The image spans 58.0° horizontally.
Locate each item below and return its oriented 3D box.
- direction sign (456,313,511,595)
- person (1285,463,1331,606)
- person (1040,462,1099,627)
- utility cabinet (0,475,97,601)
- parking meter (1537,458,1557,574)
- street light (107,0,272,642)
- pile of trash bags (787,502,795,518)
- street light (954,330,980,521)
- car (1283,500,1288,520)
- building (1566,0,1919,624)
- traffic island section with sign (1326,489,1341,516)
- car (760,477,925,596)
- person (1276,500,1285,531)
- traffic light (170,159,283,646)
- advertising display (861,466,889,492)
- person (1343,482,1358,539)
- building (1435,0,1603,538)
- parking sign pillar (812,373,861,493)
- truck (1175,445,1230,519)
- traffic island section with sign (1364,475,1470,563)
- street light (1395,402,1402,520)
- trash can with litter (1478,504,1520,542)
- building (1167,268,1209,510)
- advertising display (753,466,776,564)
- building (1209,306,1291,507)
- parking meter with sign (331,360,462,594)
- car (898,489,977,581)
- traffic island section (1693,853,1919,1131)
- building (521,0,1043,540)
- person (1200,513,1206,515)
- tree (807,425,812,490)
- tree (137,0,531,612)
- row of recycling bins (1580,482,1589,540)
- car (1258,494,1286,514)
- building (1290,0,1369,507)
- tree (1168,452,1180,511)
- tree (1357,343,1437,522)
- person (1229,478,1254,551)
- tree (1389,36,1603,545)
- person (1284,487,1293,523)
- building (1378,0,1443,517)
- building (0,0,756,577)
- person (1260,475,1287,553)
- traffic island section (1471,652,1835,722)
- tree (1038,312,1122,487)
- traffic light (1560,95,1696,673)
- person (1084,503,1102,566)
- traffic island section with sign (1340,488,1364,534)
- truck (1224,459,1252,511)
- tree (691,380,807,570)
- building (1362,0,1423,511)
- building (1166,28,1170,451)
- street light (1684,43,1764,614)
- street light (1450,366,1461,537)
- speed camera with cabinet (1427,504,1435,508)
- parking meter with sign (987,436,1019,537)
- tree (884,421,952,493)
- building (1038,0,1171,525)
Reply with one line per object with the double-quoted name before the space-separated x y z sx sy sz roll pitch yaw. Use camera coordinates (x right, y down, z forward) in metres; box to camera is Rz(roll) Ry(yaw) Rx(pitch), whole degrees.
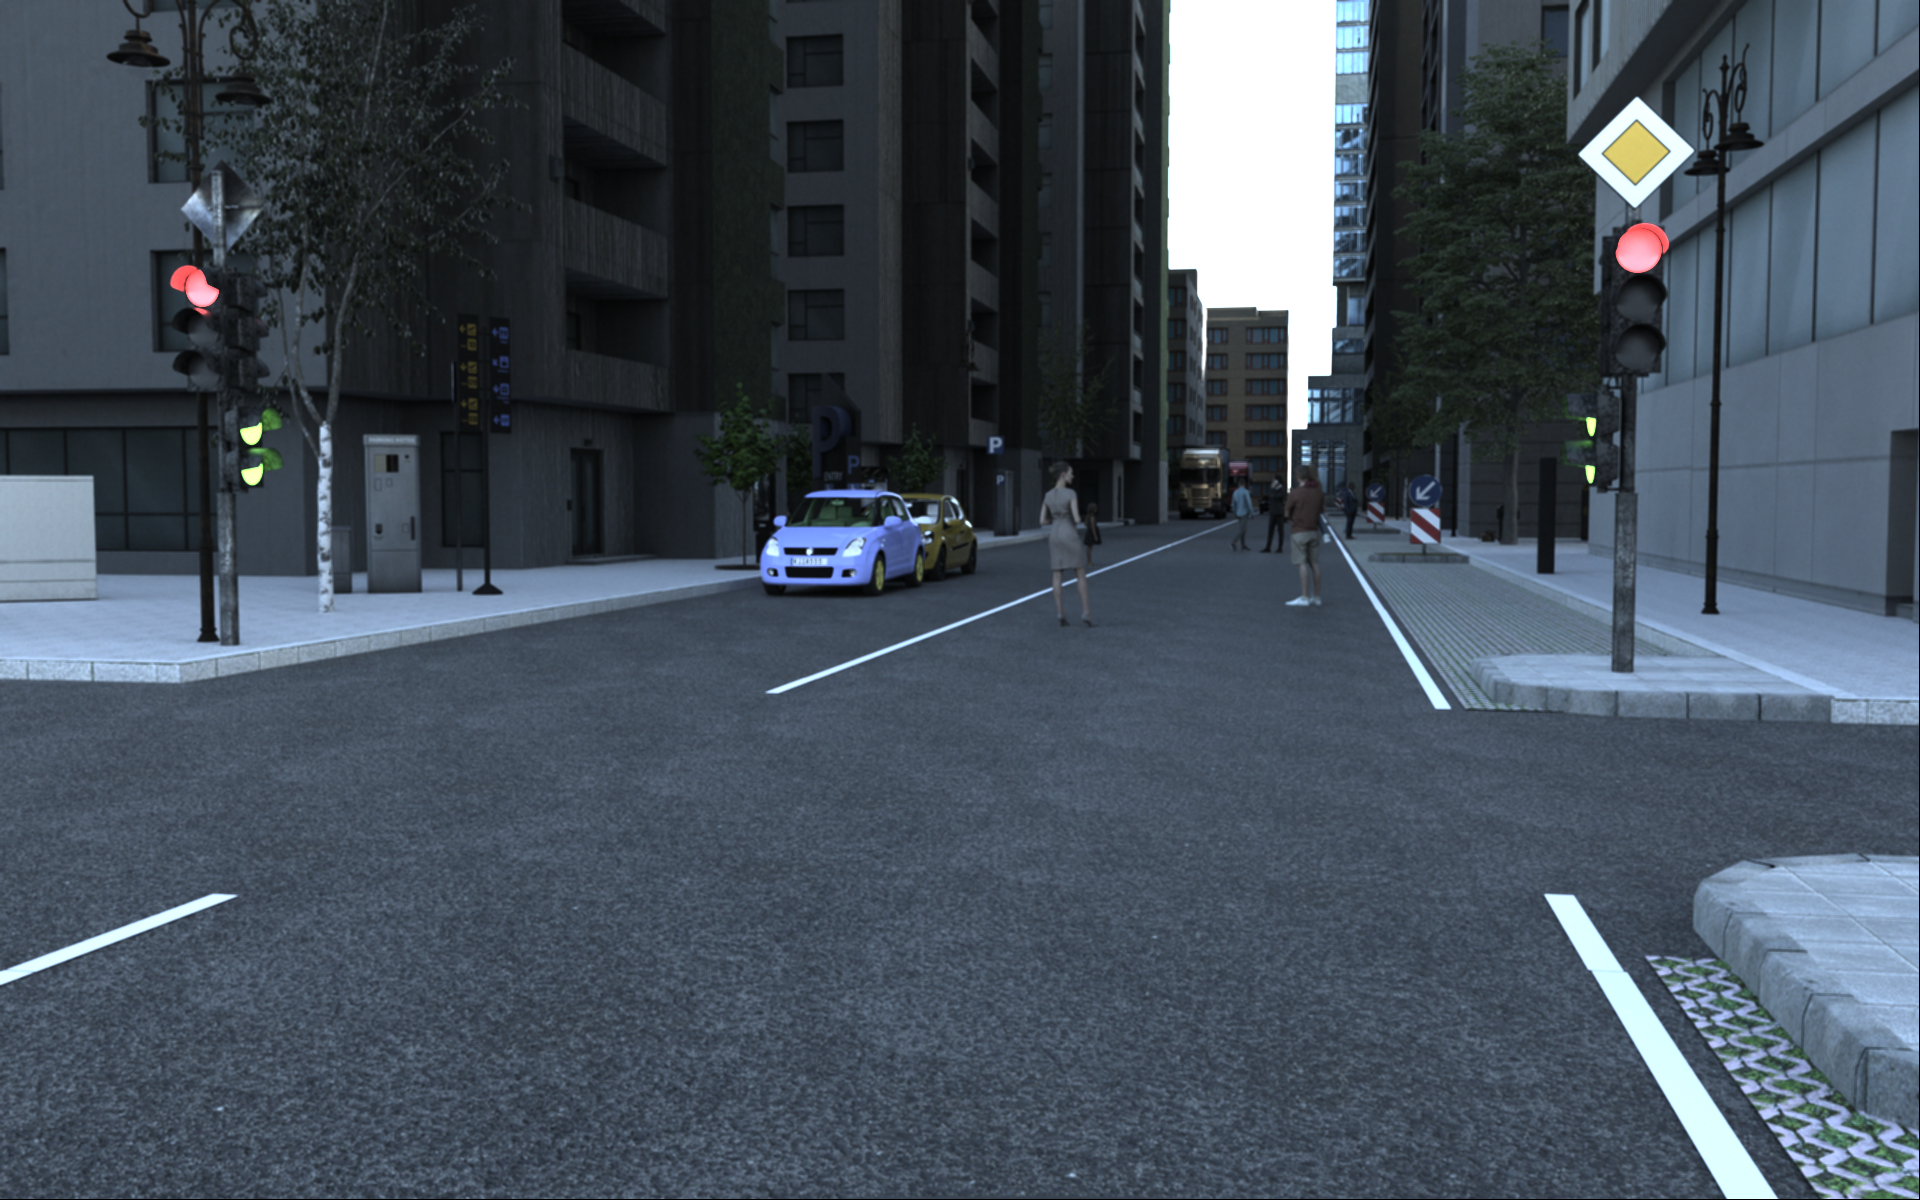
"direction sign" -6.053 -1.840 22.086 0.379 3.537 0.876 2 4 32
"person" 4.488 -0.849 22.356 0.573 1.828 0.580 1 4 17
"person" 1.183 -0.607 18.768 0.599 1.781 0.374 3 5 39
"utility cabinet" -11.009 -0.738 20.738 1.173 1.500 0.318 -2 4 -27
"parking meter" 9.477 -1.362 27.972 0.255 1.863 0.399 1 4 17
"street light" -6.542 -2.576 14.898 0.468 5.910 1.993 1 4 11
"pile of trash bags" -5.268 -2.238 46.343 3.447 1.369 1.912 -3 5 -41
"street light" 0.209 -4.653 48.858 0.468 5.910 1.993 1 4 11
"car" 18.935 -5.285 96.634 2.015 1.641 3.980 1 4 13
"building" 22.845 -26.335 19.817 27.495 52.752 28.713 1 4 11
"traffic island section with sign" 24.894 -6.339 112.264 1.989 1.847 2.006 1 4 11
"car" -1.692 -0.977 25.559 1.945 1.707 3.694 1 4 12
"person" 12.383 -3.601 67.712 0.374 1.781 0.599 -2 4 -35
"traffic light" -6.179 -1.569 14.575 0.839 4.253 0.868 1 4 11
"advertising display" -2.130 -2.147 40.315 0.974 1.923 0.123 0 4 6
"person" 12.386 -2.832 54.983 0.419 1.800 0.721 3 4 38
"building" 27.981 -31.725 60.704 21.231 58.520 28.212 1 4 11
"parking sign pillar" -2.715 -3.032 38.051 1.447 3.967 1.447 -3 5 -39
"truck" 14.285 -6.869 101.229 2.839 4.237 11.283 1 4 11
"traffic island section with sign" 9.680 -1.714 36.649 1.989 1.847 2.006 1 4 11
"street light" 21.581 -6.883 85.317 0.468 5.910 1.993 1 4 11
"trash can with litter" 14.428 -2.141 46.396 1.055 1.170 0.624 2 4 34
"building" 6.239 -18.784 152.153 28.899 21.520 27.650 1 4 11
"advertising display" -3.578 -1.619 31.681 0.123 1.923 0.974 -2 4 -24
"building" 20.352 -20.784 184.854 28.899 21.520 27.650 1 4 11
"parking meter with sign" -7.388 -1.606 22.518 1.738 3.016 0.543 -1 4 -18
"car" -0.855 -1.200 29.844 2.015 1.641 3.980 1 4 12
"traffic island section" 3.229 1.077 4.675 2.009 0.180 2.903 1 4 11
"building" -5.154 -17.578 59.096 14.160 30.474 14.107 1 4 11
"person" 16.485 -6.667 117.959 0.568 1.767 0.683 -3 4 -36
"tree" -3.786 -2.829 40.859 1.663 3.219 1.824 0 3 0
"tree" -6.875 -4.188 18.839 4.360 8.622 3.978 0 3 0
"row of recycling bins" 17.394 -2.423 46.730 1.069 1.692 3.534 1 4 15
"car" 22.301 -6.976 123.848 2.009 1.686 4.222 1 4 10
"building" 49.802 -52.766 175.395 31.000 86.520 22.319 1 4 11
"tree" 16.357 -9.129 132.979 4.285 4.588 4.351 0 3 0
"tree" 20.719 -7.973 80.727 4.737 8.622 4.395 0 3 0
"person" 7.047 -2.158 43.641 0.748 1.841 0.638 -1 4 -23
"tree" 14.320 -7.678 43.663 7.486 12.596 7.792 0 3 0
"person" 16.498 -4.720 86.077 0.834 1.777 0.661 2 4 25
"building" 34.813 -40.275 96.754 20.563 71.187 20.611 1 4 11
"building" -12.099 -15.947 32.441 14.160 30.474 14.107 1 4 11
"person" 7.689 -2.108 42.328 0.474 1.900 0.648 -2 4 -27
"traffic island section" 4.805 0.598 12.503 2.009 0.180 2.903 1 4 11
"tree" 4.321 -7.386 71.131 4.737 8.622 4.395 0 3 0
"traffic light" 4.767 -1.436 12.397 0.839 4.253 0.868 1 4 11
"person" 2.638 -1.296 34.367 0.373 1.253 0.362 0 4 0
"traffic island section with sign" 14.996 -3.330 63.077 1.989 1.847 2.006 1 4 11
"truck" 22.445 -9.312 141.169 2.839 4.237 11.283 1 4 11
"tree" -3.829 -2.144 29.649 1.663 3.219 1.824 0 3 0
"building" 39.062 -30.256 118.386 21.300 48.544 21.600 1 4 11
"building" 7.411 -28.957 123.564 14.600 45.320 14.200 1 4 11
"street light" 8.044 -2.789 18.392 0.468 5.910 1.993 1 4 11
"street light" 14.867 -4.844 51.993 0.468 5.910 1.993 1 4 11
"speed camera with cabinet" 23.577 -5.470 83.766 2.038 3.252 0.660 0 4 4
"parking meter with sign" 1.352 -3.457 52.780 0.543 3.016 1.738 1 4 19
"tree" -1.275 -3.155 46.194 1.663 3.219 1.824 0 3 0
"building" 2.289 -24.315 81.149 14.154 41.232 14.086 1 4 11
